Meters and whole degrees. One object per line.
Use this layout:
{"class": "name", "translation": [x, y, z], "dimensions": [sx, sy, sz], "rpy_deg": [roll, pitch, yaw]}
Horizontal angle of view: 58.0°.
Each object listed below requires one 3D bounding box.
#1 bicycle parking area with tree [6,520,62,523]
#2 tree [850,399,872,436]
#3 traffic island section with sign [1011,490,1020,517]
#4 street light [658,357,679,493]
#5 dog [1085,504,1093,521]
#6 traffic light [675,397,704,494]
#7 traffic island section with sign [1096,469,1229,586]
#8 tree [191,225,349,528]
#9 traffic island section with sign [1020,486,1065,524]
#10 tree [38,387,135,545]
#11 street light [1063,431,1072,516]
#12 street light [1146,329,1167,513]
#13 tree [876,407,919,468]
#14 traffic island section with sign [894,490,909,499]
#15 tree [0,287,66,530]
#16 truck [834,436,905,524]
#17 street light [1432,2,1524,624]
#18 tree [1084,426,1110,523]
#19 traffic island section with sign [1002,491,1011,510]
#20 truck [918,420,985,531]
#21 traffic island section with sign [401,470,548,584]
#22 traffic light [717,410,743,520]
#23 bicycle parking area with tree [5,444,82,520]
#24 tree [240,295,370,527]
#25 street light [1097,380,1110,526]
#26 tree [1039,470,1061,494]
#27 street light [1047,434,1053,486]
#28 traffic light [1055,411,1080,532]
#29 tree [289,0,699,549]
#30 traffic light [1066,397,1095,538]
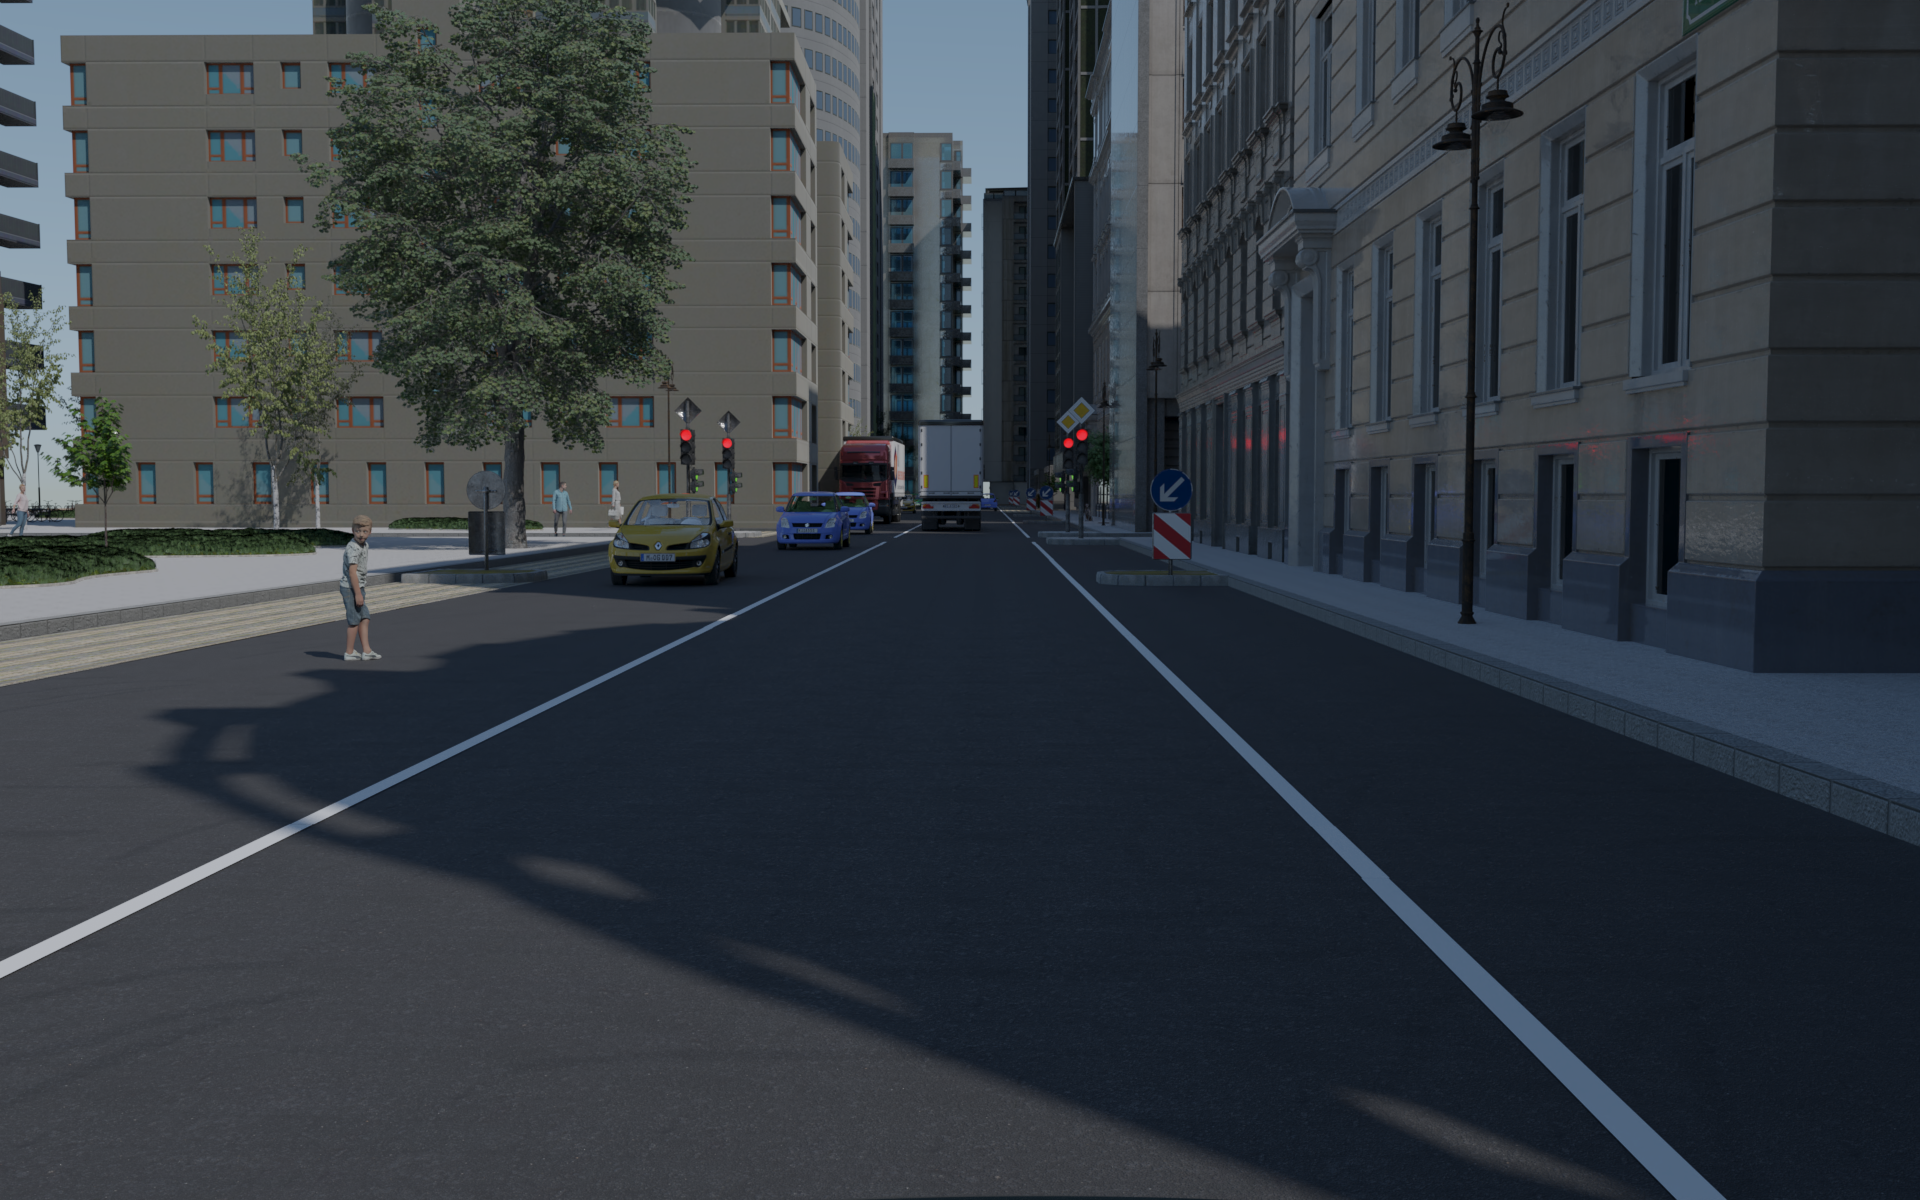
{"class": "bicycle parking area with tree", "translation": [-46.183, -5.662, 79.579], "dimensions": [9.016, 4.147, 8.231], "rpy_deg": [-2, 4, -25]}
{"class": "tree", "translation": [-8.936, -11.052, 131.062], "dimensions": [4.737, 8.622, 4.395], "rpy_deg": [0, 3, 0]}
{"class": "traffic island section with sign", "translation": [4.376, -6.185, 109.750], "dimensions": [1.989, 1.847, 2.006], "rpy_deg": [0, 4, 1]}
{"class": "street light", "translation": [-9.843, -5.248, 58.599], "dimensions": [0.468, 5.910, 1.993], "rpy_deg": [0, 4, 1]}
{"class": "dog", "translation": [6.165, -4.108, 81.544], "dimensions": [0.800, 0.831, 0.513], "rpy_deg": [-1, 4, -22]}
{"class": "traffic light", "translation": [-7.870, -3.751, 50.247], "dimensions": [0.839, 4.253, 0.868], "rpy_deg": [0, 4, 1]}
{"class": "traffic island section with sign", "translation": [3.229, -1.184, 27.987], "dimensions": [1.989, 1.847, 2.006], "rpy_deg": [0, 4, 1]}
{"class": "tree", "translation": [-18.840, -5.942, 47.522], "dimensions": [4.737, 8.622, 4.395], "rpy_deg": [0, 3, 0]}
{"class": "traffic island section with sign", "translation": [3.997, -4.536, 82.797], "dimensions": [1.989, 1.847, 2.006], "rpy_deg": [0, 4, 1]}
{"class": "tree", "translation": [-15.408, -2.244, 31.286], "dimensions": [1.663, 3.219, 1.824], "rpy_deg": [0, 3, 0]}
{"class": "street light", "translation": [6.292, -7.900, 101.946], "dimensions": [0.468, 5.910, 1.993], "rpy_deg": [0, 4, 1]}
{"class": "street light", "translation": [5.496, -4.638, 48.621], "dimensions": [0.468, 5.910, 1.993], "rpy_deg": [0, 4, 1]}
{"class": "tree", "translation": [-8.439, -15.121, 181.638], "dimensions": [8.767, 10.594, 7.601], "rpy_deg": [0, 4, 1]}
{"class": "traffic island section with sign", "translation": [-6.025, -9.305, 160.762], "dimensions": [1.989, 1.847, 2.006], "rpy_deg": [0, 4, 1]}
{"class": "tree", "translation": [-33.348, -6.777, 61.161], "dimensions": [4.737, 8.622, 4.395], "rpy_deg": [0, 3, 0]}
{"class": "truck", "translation": [-4.354, -5.948, 86.162], "dimensions": [2.839, 4.237, 11.283], "rpy_deg": [0, 4, 2]}
{"class": "street light", "translation": [5.021, -2.703, 16.974], "dimensions": [0.468, 5.910, 1.993], "rpy_deg": [0, 4, 1]}
{"class": "tree", "translation": [6.822, -5.650, 76.090], "dimensions": [4.285, 4.588, 4.351], "rpy_deg": [0, 3, 0]}
{"class": "traffic island section with sign", "translation": [5.093, -9.280, 160.357], "dimensions": [1.989, 1.847, 2.006], "rpy_deg": [0, 4, 1]}
{"class": "truck", "translation": [-0.338, -5.012, 70.858], "dimensions": [2.839, 4.237, 11.283], "rpy_deg": [0, 3, 0]}
{"class": "traffic island section with sign", "translation": [-7.895, -1.214, 28.472], "dimensions": [1.989, 1.847, 2.006], "rpy_deg": [0, 4, 1]}
{"class": "traffic light", "translation": [-7.757, -4.239, 58.232], "dimensions": [0.839, 4.253, 0.868], "rpy_deg": [0, 4, 1]}
{"class": "bicycle parking area with tree", "translation": [-50.387, -6.895, 99.733], "dimensions": [8.231, 4.147, 9.016], "rpy_deg": [1, 4, 16]}
{"class": "tree", "translation": [-23.798, -6.907, 63.284], "dimensions": [4.360, 8.622, 3.978], "rpy_deg": [0, 3, 0]}
{"class": "street light", "translation": [5.840, -5.966, 70.338], "dimensions": [0.468, 5.910, 1.993], "rpy_deg": [0, 4, 1]}
{"class": "tree", "translation": [7.370, -8.703, 136.893], "dimensions": [1.663, 3.219, 1.824], "rpy_deg": [0, 3, 0]}
{"class": "street light", "translation": [6.834, -9.772, 132.563], "dimensions": [0.468, 5.910, 1.993], "rpy_deg": [0, 4, 1]}
{"class": "traffic light", "translation": [3.603, -4.230, 58.088], "dimensions": [0.839, 4.253, 0.868], "rpy_deg": [0, 4, 1]}
{"class": "tree", "translation": [-10.608, -8.198, 40.693], "dimensions": [9.857, 13.997, 8.962], "rpy_deg": [0, 3, 0]}
{"class": "traffic light", "translation": [3.490, -3.742, 50.103], "dimensions": [0.839, 4.253, 0.868], "rpy_deg": [0, 4, 1]}
